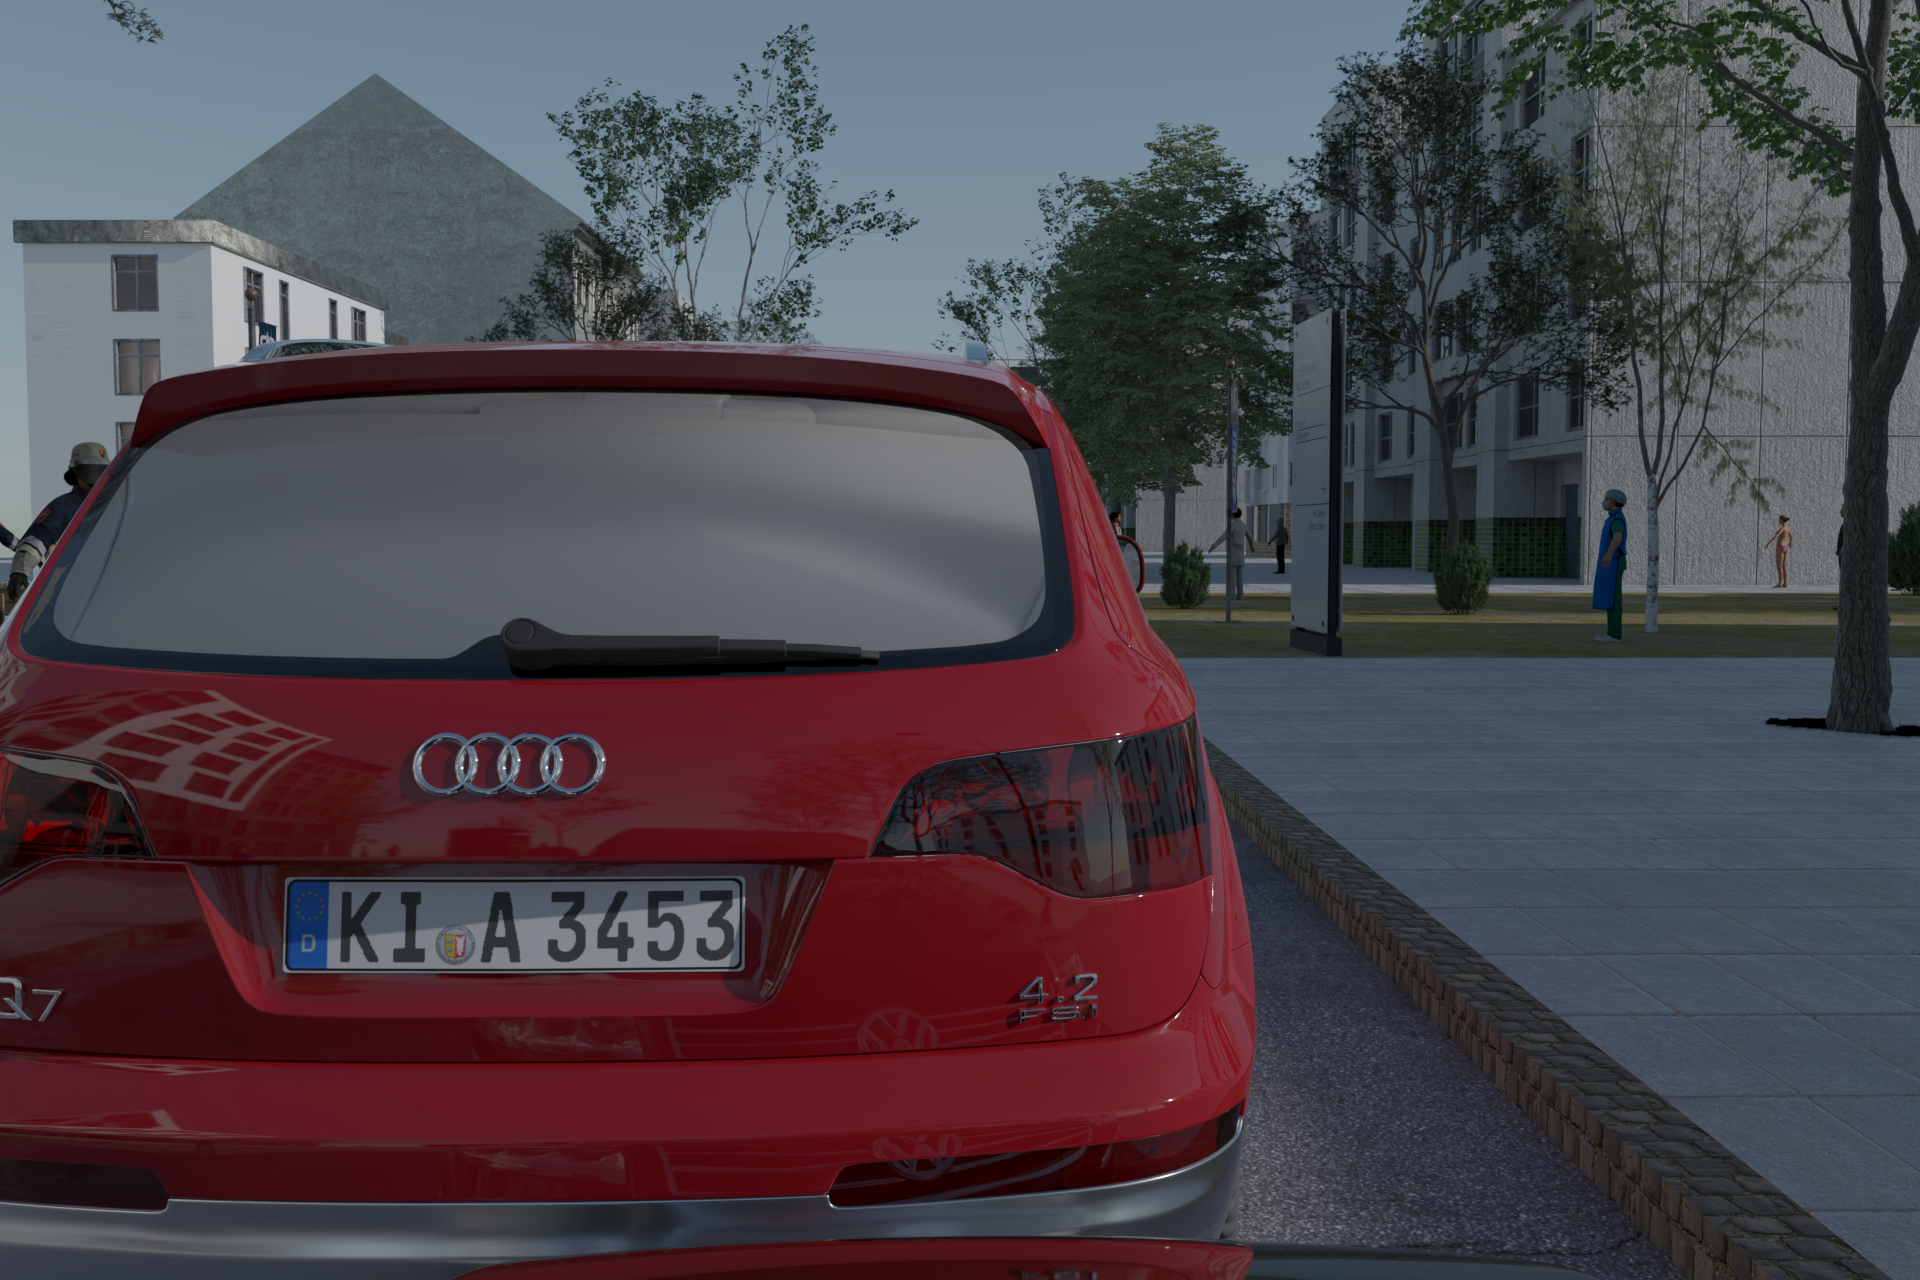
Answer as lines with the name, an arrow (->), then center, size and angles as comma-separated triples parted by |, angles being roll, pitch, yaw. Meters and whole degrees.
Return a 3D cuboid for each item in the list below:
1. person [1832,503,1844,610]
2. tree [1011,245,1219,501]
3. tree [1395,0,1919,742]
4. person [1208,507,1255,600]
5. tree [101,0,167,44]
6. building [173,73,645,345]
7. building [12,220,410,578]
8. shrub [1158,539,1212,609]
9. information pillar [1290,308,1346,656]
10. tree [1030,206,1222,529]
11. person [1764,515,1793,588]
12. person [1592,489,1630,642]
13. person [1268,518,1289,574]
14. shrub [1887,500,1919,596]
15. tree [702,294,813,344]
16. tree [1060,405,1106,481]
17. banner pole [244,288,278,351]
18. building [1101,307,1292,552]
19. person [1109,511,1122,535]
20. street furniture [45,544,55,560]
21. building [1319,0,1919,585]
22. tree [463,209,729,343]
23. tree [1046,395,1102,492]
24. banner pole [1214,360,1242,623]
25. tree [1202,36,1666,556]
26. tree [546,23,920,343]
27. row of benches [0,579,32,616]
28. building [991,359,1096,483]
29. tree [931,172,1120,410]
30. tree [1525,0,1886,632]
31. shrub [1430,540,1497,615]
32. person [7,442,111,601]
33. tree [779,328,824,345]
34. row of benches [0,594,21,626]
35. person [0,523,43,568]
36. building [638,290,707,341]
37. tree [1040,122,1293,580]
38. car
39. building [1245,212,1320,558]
person -> 14.948, -1.414, 29.256 | 0.704, 1.812, 1.346 | 2, 4, 25
tree -> 5.974, -9.931, 72.744 | 12.009, 13.543, 11.850 | 0, 3, 0
tree -> 6.058, -5.211, 10.959 | 9.928, 11.665, 9.643 | 0, 3, 0
person -> 5.360, -1.691, 33.840 | 1.347, 1.806, 0.705 | -3, 5, -42
tree -> -9.303, -6.169, 11.232 | 12.009, 13.543, 11.850 | 0, 3, 0
building -> -27.978, -15.981, 92.218 | 19.493, 23.208, 18.063 | 0, 4, -1
building -> -24.417, -7.236, 60.463 | 9.099, 9.664, 28.070 | 0, 3, 0
shrub -> 3.845, -1.131, 29.613 | 1.383, 1.207, 1.383 | 0, 3, 0
information pillar -> 3.891, -1.686, 18.883 | 0.184, 3.620, 1.656 | 0, 4, -2
tree -> 5.751, -8.686, 60.138 | 7.486, 12.596, 7.792 | 0, 3, 0
person -> 19.566, -2.115, 41.388 | 1.217, 1.733, 0.721 | -3, 4, -38
person -> 7.743, -0.886, 20.620 | 0.704, 1.817, 1.347 | 1, 4, 19
person -> 10.337, -3.050, 55.999 | 0.705, 1.813, 1.348 | 2, 4, 35
shrub -> 20.025, -1.940, 36.146 | 1.690, 2.028, 1.600 | 0, 3, 0
tree -> -10.297, -10.866, 88.033 | 12.009, 13.543, 11.850 | 0, 3, 0
tree -> 5.722, -8.212, 84.630 | 4.360, 8.622, 3.978 | 0, 3, 0
banner pole -> -7.216, -1.710, 17.975 | 0.401, 3.779, 0.863 | 0, 4, 1
building -> 21.046, -16.761, 140.503 | 16.747, 18.905, 31.486 | 0, 4, 0
person -> 3.749, -2.155, 41.379 | 0.704, 1.843, 1.345 | 1, 4, 21
street furniture -> -13.056, -1.527, 31.828 | 9.812, 1.723, 11.010 | 1, 4, 15
building -> 23.858, -11.747, 58.516 | 16.747, 18.905, 31.486 | 0, 4, 0
tree -> -9.702, -7.031, 49.373 | 8.767, 10.594, 7.601 | -1, 4, -17
tree -> 5.377, -10.491, 105.934 | 8.767, 10.594, 7.601 | -1, 4, -9
banner pole -> 3.887, -2.123, 24.730 | 0.401, 3.779, 0.863 | 0, 4, -1
tree -> 8.912, -5.930, 31.372 | 8.767, 10.594, 7.601 | -1, 4, -19
tree -> -8.340, -12.742, 64.219 | 12.611, 20.169, 13.585 | 0, 3, 0
row of benches -> -14.320, -0.518, 23.935 | 4.104, 0.672, 1.422 | 1, 4, 11
building -> -0.026, -22.500, 214.299 | 32.646, 21.610, 27.936 | 0, 4, -5
tree -> 4.703, -14.535, 93.528 | 12.611, 20.169, 13.585 | 0, 3, 0
tree -> 9.016, -4.420, 22.622 | 4.360, 8.622, 3.978 | 0, 3, 0
shrub -> 8.028, -1.011, 27.639 | 1.383, 1.207, 1.383 | 0, 3, 0
person -> -5.323, -0.295, 10.683 | 0.704, 1.845, 1.351 | 1, 4, 21
tree -> -9.778, -11.704, 101.732 | 12.009, 13.543, 11.850 | 0, 3, 0
row of benches -> -10.688, -0.346, 21.118 | 4.104, 0.672, 1.422 | -1, 4, -10
person -> -10.251, -0.747, 17.994 | 1.354, 1.856, 0.705 | 0, 4, -7
building -> -29.013, -16.799, 141.124 | 16.747, 18.905, 31.486 | 0, 4, -1
tree -> 6.032, -7.942, 47.973 | 7.486, 12.596, 7.792 | 0, 3, 0
car -> -0.570, 0.249, 4.603 | 2.281, 1.827, 5.304 | 0, 4, -1
building -> 22.188, -15.030, 102.157 | 16.016, 20.090, 11.380 | 0, 3, 0
